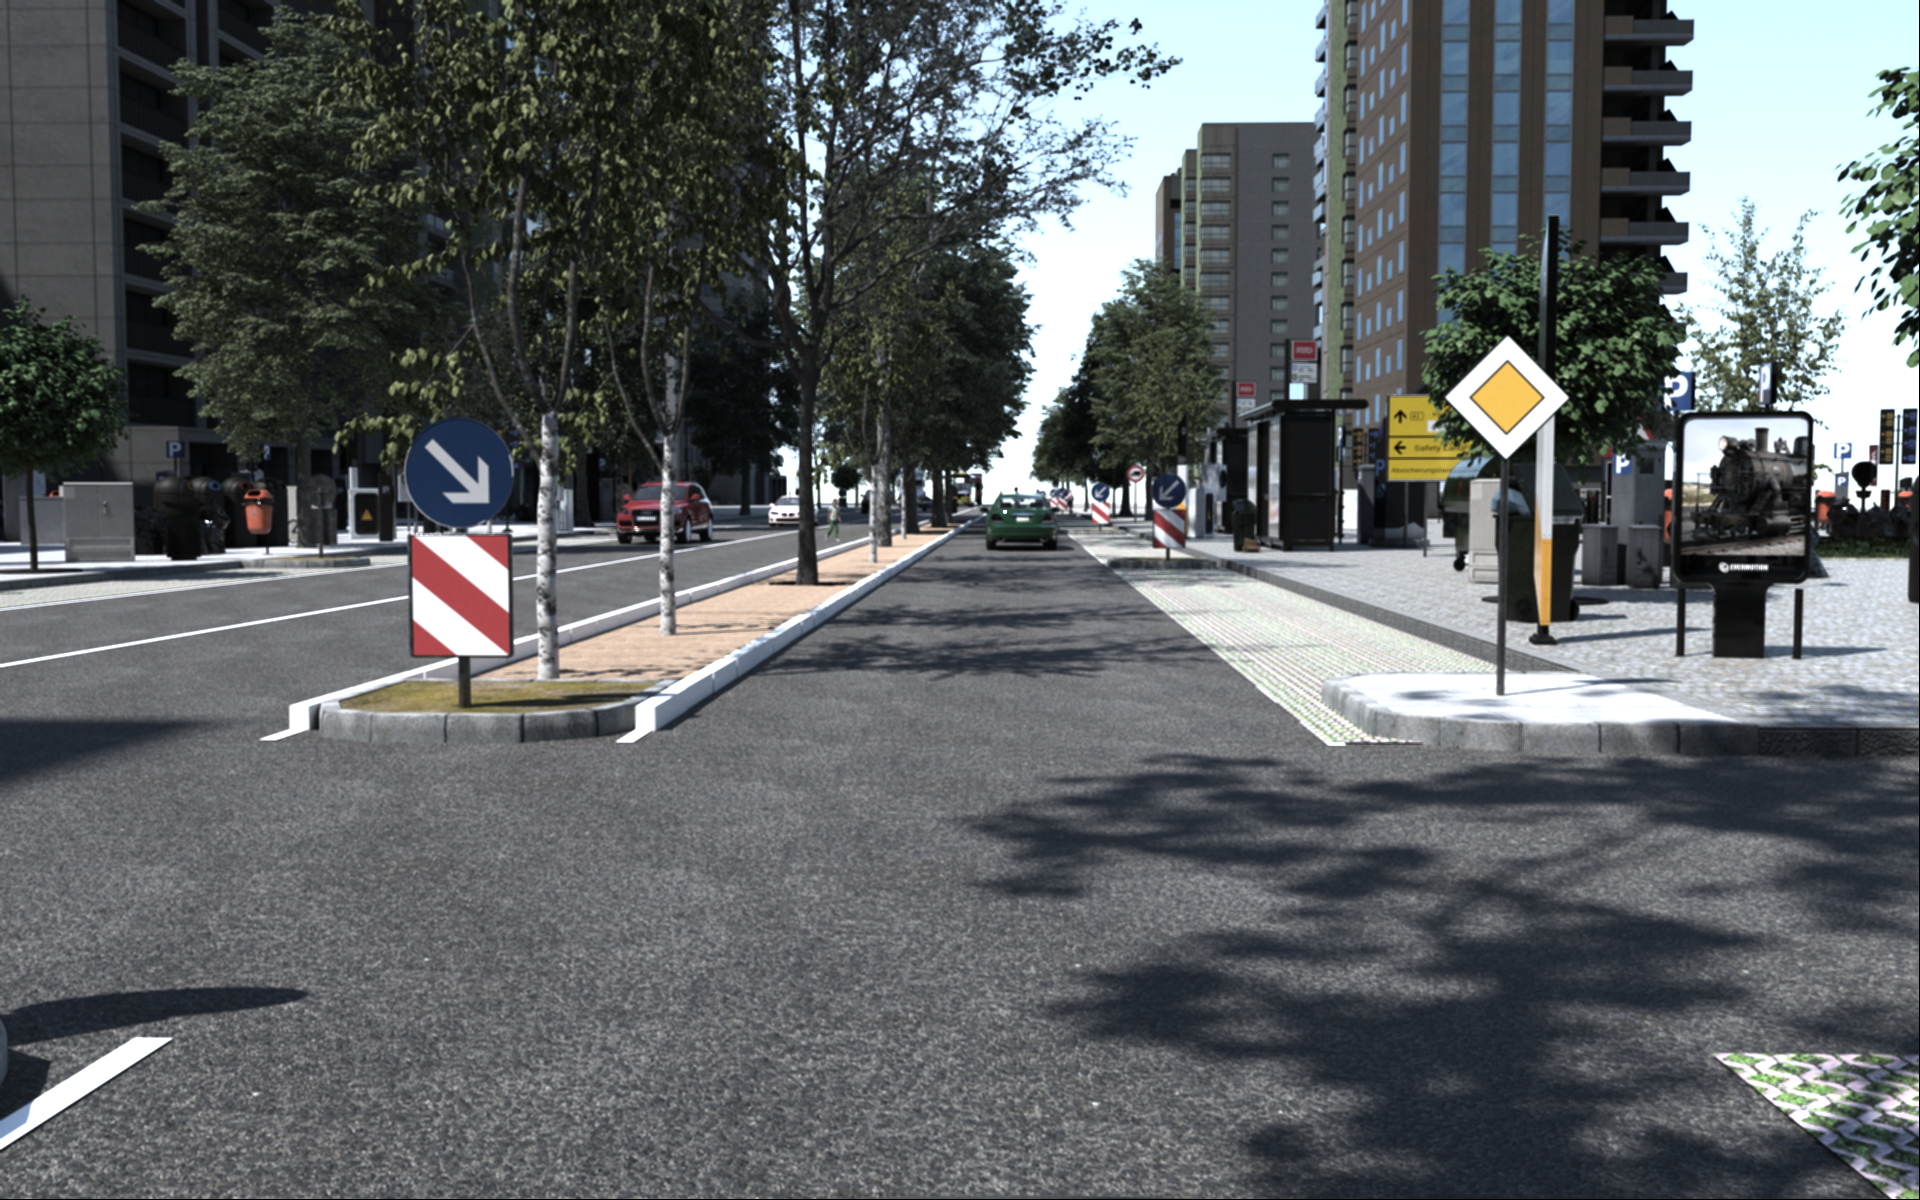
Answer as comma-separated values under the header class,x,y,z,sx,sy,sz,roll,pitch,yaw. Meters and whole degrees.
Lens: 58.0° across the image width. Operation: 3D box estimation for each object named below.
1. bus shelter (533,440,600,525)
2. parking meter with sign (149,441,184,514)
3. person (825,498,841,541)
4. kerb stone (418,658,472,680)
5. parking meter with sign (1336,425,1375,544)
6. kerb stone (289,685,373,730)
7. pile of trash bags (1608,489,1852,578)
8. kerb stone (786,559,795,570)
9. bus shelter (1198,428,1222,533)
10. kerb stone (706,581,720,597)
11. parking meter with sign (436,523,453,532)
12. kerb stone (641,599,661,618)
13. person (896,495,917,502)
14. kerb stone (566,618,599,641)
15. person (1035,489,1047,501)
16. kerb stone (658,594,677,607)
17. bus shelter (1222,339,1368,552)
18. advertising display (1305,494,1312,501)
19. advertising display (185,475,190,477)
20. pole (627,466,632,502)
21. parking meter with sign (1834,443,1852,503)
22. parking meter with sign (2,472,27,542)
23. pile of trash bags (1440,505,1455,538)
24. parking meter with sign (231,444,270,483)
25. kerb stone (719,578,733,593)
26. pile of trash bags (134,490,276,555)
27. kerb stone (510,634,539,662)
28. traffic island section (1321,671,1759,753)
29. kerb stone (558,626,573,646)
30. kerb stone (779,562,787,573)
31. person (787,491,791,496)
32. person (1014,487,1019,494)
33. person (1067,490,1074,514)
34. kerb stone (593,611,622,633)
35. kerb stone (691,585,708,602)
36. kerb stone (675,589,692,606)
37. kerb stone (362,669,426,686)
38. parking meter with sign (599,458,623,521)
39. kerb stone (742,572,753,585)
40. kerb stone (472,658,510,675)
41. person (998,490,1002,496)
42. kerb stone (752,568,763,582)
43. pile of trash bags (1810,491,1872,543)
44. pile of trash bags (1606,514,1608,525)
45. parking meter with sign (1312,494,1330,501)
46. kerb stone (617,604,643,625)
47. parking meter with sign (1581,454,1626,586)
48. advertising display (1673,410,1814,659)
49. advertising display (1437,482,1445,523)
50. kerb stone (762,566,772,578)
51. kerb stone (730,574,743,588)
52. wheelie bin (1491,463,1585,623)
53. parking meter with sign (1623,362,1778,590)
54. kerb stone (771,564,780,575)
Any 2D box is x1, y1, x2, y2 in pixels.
class,x,y,z,sx,sy,sz,roll,pitch,yaw
bus shelter,-17.002,-5.171,75.828,1.731,3.624,6.357,0,4,2
parking meter with sign,-25.793,-3.670,56.260,0.543,3.016,1.738,0,4,-2
person,-3.840,-2.428,52.448,0.590,1.304,0.306,3,5,45
kerb stone,-3.916,0.560,13.051,0.120,0.150,1.000,0,4,2
parking meter with sign,10.558,-2.935,44.253,1.738,3.016,0.543,0,4,-1
kerb stone,-3.989,0.685,10.997,0.120,0.150,1.000,0,4,2
pile of trash bags,12.182,-1.096,27.667,1.912,1.369,3.447,-1,4,-9
kerb stone,-3.270,-0.631,32.504,0.120,0.150,1.000,0,4,2
bus shelter,9.373,-4.992,59.256,2.179,5.291,8.768,0,4,2
kerb stone,-3.544,-0.126,24.299,0.120,0.150,1.000,0,4,2
parking meter with sign,-17.769,-3.868,59.507,0.543,3.016,1.738,0,4,-3
kerb stone,-3.687,0.122,20.214,0.120,0.150,1.000,0,4,2
person,-3.204,-5.772,102.891,1.348,1.821,0.705,1,4,16
kerb stone,-3.778,0.310,17.149,0.120,0.150,1.000,0,4,2
person,5.413,-6.864,120.808,1.350,1.814,0.705,0,4,1
kerb stone,-3.654,0.059,21.235,0.120,0.150,1.000,0,4,2
bus shelter,8.124,-3.970,42.548,2.179,5.291,8.768,0,4,2
advertising display,11.925,-3.304,59.231,0.123,1.923,0.974,0,4,5
advertising display,-26.730,-3.360,60.148,0.123,1.923,0.974,-2,4,-34
pole,-14.602,-5.059,76.565,0.158,3.312,0.155,0,3,0
parking meter with sign,29.475,-3.773,57.944,0.543,3.016,1.738,2,4,28
parking meter with sign,-25.136,-3.054,46.202,1.738,3.016,0.543,-2,4,-28
pile of trash bags,15.113,-2.532,51.149,1.912,1.369,3.447,0,4,-5
parking meter with sign,-25.250,-3.961,61.016,1.738,3.016,0.543,0,4,2
kerb stone,-3.505,-0.187,25.321,0.120,0.150,1.000,0,4,2
pile of trash bags,-16.111,-1.652,36.767,3.447,1.369,1.912,1,4,12
kerb stone,-3.855,0.434,15.104,0.120,0.150,1.000,0,4,2
traffic island section,3.462,0.687,11.043,2.009,0.180,2.903,0,4,2
kerb stone,-3.815,0.374,16.126,0.120,0.150,1.000,0,4,2
kerb stone,-3.312,-0.568,31.480,0.120,0.150,1.000,0,4,2
person,-16.426,-9.585,165.748,0.750,1.759,0.617,1,4,22
person,2.710,-4.587,83.841,0.374,1.781,0.599,1,4,17
person,7.148,-6.335,113.023,0.756,1.711,0.436,-3,5,-44
kerb stone,-3.746,0.246,18.171,0.120,0.150,1.000,0,4,2
kerb stone,-3.577,-0.066,23.278,0.120,0.150,1.000,0,4,2
kerb stone,-3.625,-0.004,22.257,0.120,0.150,1.000,0,4,2
kerb stone,-3.953,0.622,12.022,0.120,0.150,1.000,0,4,2
parking meter with sign,-16.741,-5.221,81.624,0.543,3.016,1.738,3,5,44
kerb stone,-3.447,-0.317,27.378,0.120,0.150,1.000,0,4,2
kerb stone,-3.888,0.498,14.082,0.120,0.150,1.000,0,4,2
person,4.404,-10.729,183.851,1.348,1.831,0.705,-3,5,-44
kerb stone,-3.402,-0.380,28.415,0.120,0.150,1.000,0,4,2
pile of trash bags,25.417,-2.404,49.051,1.912,1.369,3.447,-1,4,-10
pile of trash bags,13.680,-1.392,32.510,1.912,1.369,3.447,-2,4,-32
parking meter with sign,13.402,-4.170,64.438,1.738,3.016,0.543,3,5,40
kerb stone,-3.714,0.184,19.192,0.120,0.150,1.000,0,4,2
parking meter with sign,9.581,-1.729,24.536,1.738,3.016,0.543,-2,4,-30
advertising display,6.108,-0.509,13.542,0.974,1.923,0.123,1,4,15
advertising display,21.603,-4.369,76.645,0.974,1.923,0.123,-1,4,-10
kerb stone,-3.376,-0.443,29.437,0.120,0.150,1.000,0,4,2
kerb stone,-3.478,-0.254,26.355,0.120,0.150,1.000,0,4,2
wheelie bin,5.796,-0.587,17.500,0.980,1.594,0.693,-1,4,-22
parking meter with sign,9.967,-1.655,23.318,1.738,3.016,0.543,1,4,9
kerb stone,-3.337,-0.505,30.458,0.120,0.150,1.000,0,4,2
